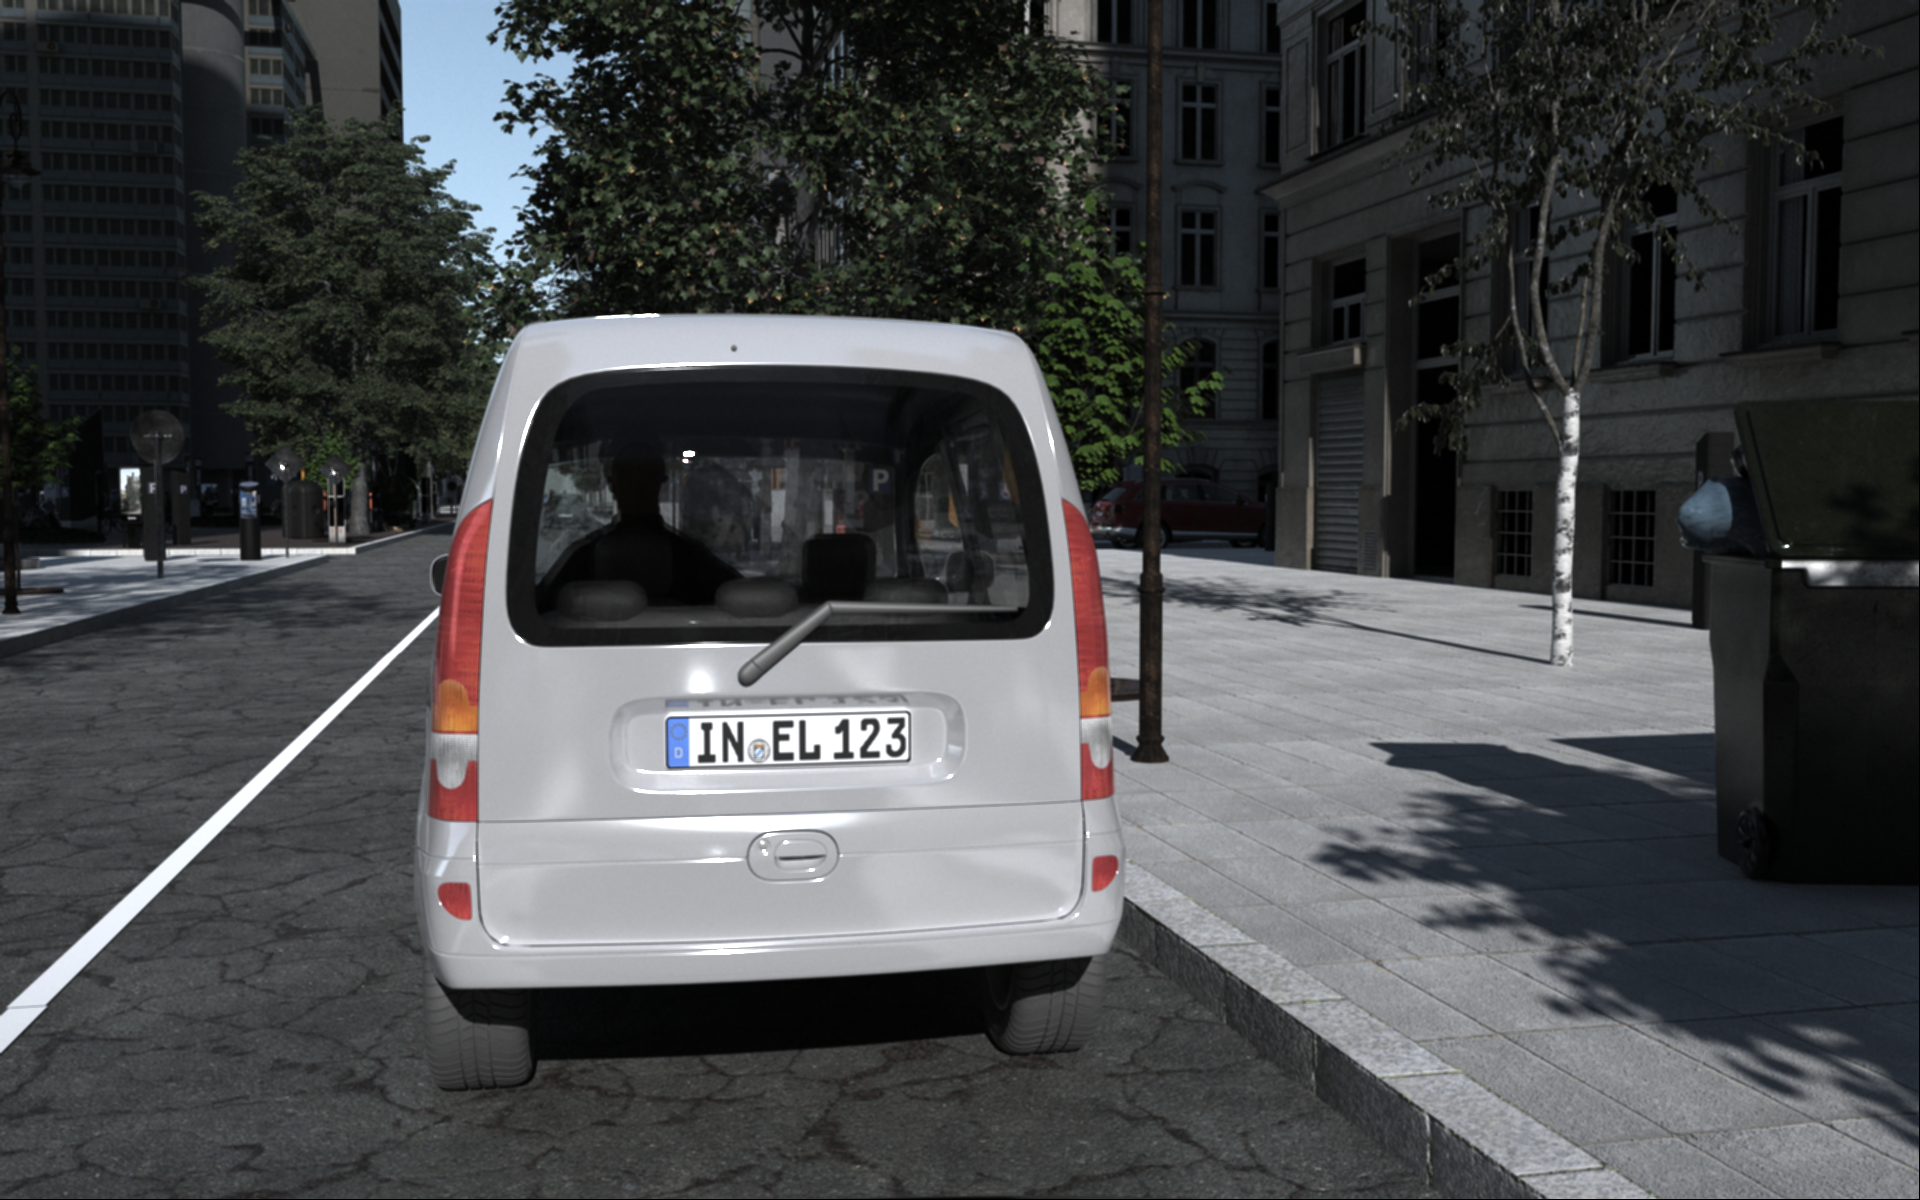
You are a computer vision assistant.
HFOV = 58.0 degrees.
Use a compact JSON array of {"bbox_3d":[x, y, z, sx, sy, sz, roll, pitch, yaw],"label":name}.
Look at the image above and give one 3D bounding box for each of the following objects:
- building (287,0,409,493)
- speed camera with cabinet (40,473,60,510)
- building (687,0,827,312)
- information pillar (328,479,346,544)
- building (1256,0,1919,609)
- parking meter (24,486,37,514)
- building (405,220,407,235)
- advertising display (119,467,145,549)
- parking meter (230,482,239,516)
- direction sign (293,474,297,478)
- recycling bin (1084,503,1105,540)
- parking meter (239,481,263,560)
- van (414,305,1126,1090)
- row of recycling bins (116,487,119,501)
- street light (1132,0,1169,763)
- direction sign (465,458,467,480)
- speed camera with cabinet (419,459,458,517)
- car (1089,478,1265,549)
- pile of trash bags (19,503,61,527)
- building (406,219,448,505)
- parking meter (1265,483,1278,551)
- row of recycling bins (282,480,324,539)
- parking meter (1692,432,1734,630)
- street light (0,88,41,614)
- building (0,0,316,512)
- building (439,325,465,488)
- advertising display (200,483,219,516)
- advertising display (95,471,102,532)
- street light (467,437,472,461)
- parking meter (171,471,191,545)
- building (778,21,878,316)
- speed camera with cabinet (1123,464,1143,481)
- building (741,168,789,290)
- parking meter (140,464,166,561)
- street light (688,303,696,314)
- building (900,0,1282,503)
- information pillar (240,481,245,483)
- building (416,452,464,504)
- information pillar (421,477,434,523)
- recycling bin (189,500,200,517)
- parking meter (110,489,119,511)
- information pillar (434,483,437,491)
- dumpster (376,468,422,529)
[{"bbox_3d":[-58.592,-31.903,145.310,21.300,48.544,21.600,-1,4,-13],"label":"building"},{"bbox_3d":[-52.667,-6.482,100.323,2.038,3.252,0.660,3,5,45],"label":"speed camera with cabinet"},{"bbox_3d":[-16.832,-28.514,149.790,14.154,41.232,14.086,-1,4,-13],"label":"building"},{"bbox_3d":[-15.964,-2.438,44.354,0.304,2.012,0.304,3,4,37],"label":"information pillar"},{"bbox_3d":[15.829,-11.276,17.644,16.112,22.955,30.059,-1,4,-13],"label":"building"},{"bbox_3d":[-37.373,-3.909,69.628,0.399,1.863,0.255,1,4,9],"label":"parking meter"},{"bbox_3d":[-60.011,-23.983,163.823,14.160,30.474,14.107,-1,4,-13],"label":"building"},{"bbox_3d":[-19.556,-2.186,40.957,0.974,1.923,0.123,2,4,35],"label":"advertising display"},{"bbox_3d":[-35.211,-4.794,84.089,0.255,1.863,0.399,-3,5,-44],"label":"parking meter"},{"bbox_3d":[-33.446,-5.762,86.208,0.876,3.537,0.379,-3,5,-40],"label":"direction sign"},{"bbox_3d":[3.609,-2.208,48.660,0.722,1.027,0.722,-2,4,-31],"label":"recycling bin"},{"bbox_3d":[-13.769,-1.539,33.581,0.372,1.533,0.369,0,3,0],"label":"parking meter"},{"bbox_3d":[-0.743,0.083,5.651,2.013,2.044,4.112,-1,4,-11],"label":"van"},{"bbox_3d":[-48.348,-5.734,100.862,1.069,1.692,3.534,-1,4,-10],"label":"row of recycling bins"},{"bbox_3d":[0.916,-2.164,8.164,0.468,5.910,1.993,-1,4,-13],"label":"street light"},{"bbox_3d":[-30.192,-6.966,105.885,0.379,3.537,0.876,-1,4,-15],"label":"direction sign"},{"bbox_3d":[-29.504,-6.337,97.944,2.038,3.252,0.660,-3,5,-39],"label":"speed camera with cabinet"},{"bbox_3d":[5.815,-2.072,42.557,5.304,1.827,2.281,-1,4,-15],"label":"car"},{"bbox_3d":[-32.318,-3.000,58.804,3.447,1.369,1.912,0,4,7],"label":"pile of trash bags"},{"bbox_3d":[-79.853,-31.728,210.641,32.217,40.220,23.993,-1,4,-13],"label":"building"},{"bbox_3d":[7.071,-1.875,39.062,0.372,1.533,0.369,0,3,0],"label":"parking meter"},{"bbox_3d":[-19.385,-2.679,50.921,1.069,1.692,3.534,-2,4,-26],"label":"row of recycling bins"},{"bbox_3d":[7.159,-0.658,16.473,0.255,1.863,0.399,1,4,8],"label":"parking meter"},{"bbox_3d":[-10.172,-2.789,18.393,0.468,5.910,1.993,-1,4,-13],"label":"street light"},{"bbox_3d":[-59.665,-26.305,121.966,32.217,40.220,23.993,-1,4,-13],"label":"building"},{"bbox_3d":[-81.963,-29.887,260.348,14.160,30.474,14.107,-1,4,-13],"label":"building"},{"bbox_3d":[-43.739,-5.855,100.950,0.974,1.923,0.123,-1,4,-12],"label":"advertising display"},{"bbox_3d":[-24.593,-2.707,49.469,0.123,1.923,0.974,-2,4,-28],"label":"advertising display"},{"bbox_3d":[-33.158,-8.844,117.387,0.468,5.910,1.993,-1,4,-13],"label":"street light"},{"bbox_3d":[-19.583,-2.315,43.559,0.255,1.863,0.399,2,4,32],"label":"parking meter"},{"bbox_3d":[-1.166,-17.562,84.396,12.463,27.353,25.104,-1,4,-13],"label":"building"},{"bbox_3d":[6.211,-3.700,54.828,2.038,3.252,0.660,0,4,-2],"label":"speed camera with cabinet"},{"bbox_3d":[-7.010,-16.331,108.813,13.314,21.916,24.055,-1,4,-13],"label":"building"},{"bbox_3d":[-15.512,-1.686,33.280,0.399,1.863,0.255,-2,4,-33],"label":"parking meter"},{"bbox_3d":[-5.607,-3.879,36.210,0.468,5.910,1.993,-1,4,-13],"label":"street light"},{"bbox_3d":[15.429,-15.026,64.752,34.723,24.649,14.460,-1,4,-13],"label":"building"},{"bbox_3d":[-38.835,-5.476,94.032,0.304,2.012,0.304,1,4,13],"label":"information pillar"},{"bbox_3d":[-83.256,-24.005,237.518,27.650,21.520,28.899,-1,4,-13],"label":"building"},{"bbox_3d":[-23.396,-4.365,75.860,0.304,2.012,0.304,1,4,9],"label":"information pillar"},{"bbox_3d":[-33.891,-3.888,76.126,0.722,1.027,0.722,-3,5,-41],"label":"recycling bin"},{"bbox_3d":[-45.883,-5.235,94.004,0.372,1.533,0.369,0,3,0],"label":"parking meter"},{"bbox_3d":[-33.437,-6.450,109.944,0.304,2.012,0.304,2,4,35],"label":"information pillar"},{"bbox_3d":[-21.034,-3.818,64.921,1.502,2.255,1.985,-1,4,-13],"label":"dumpster"}]
